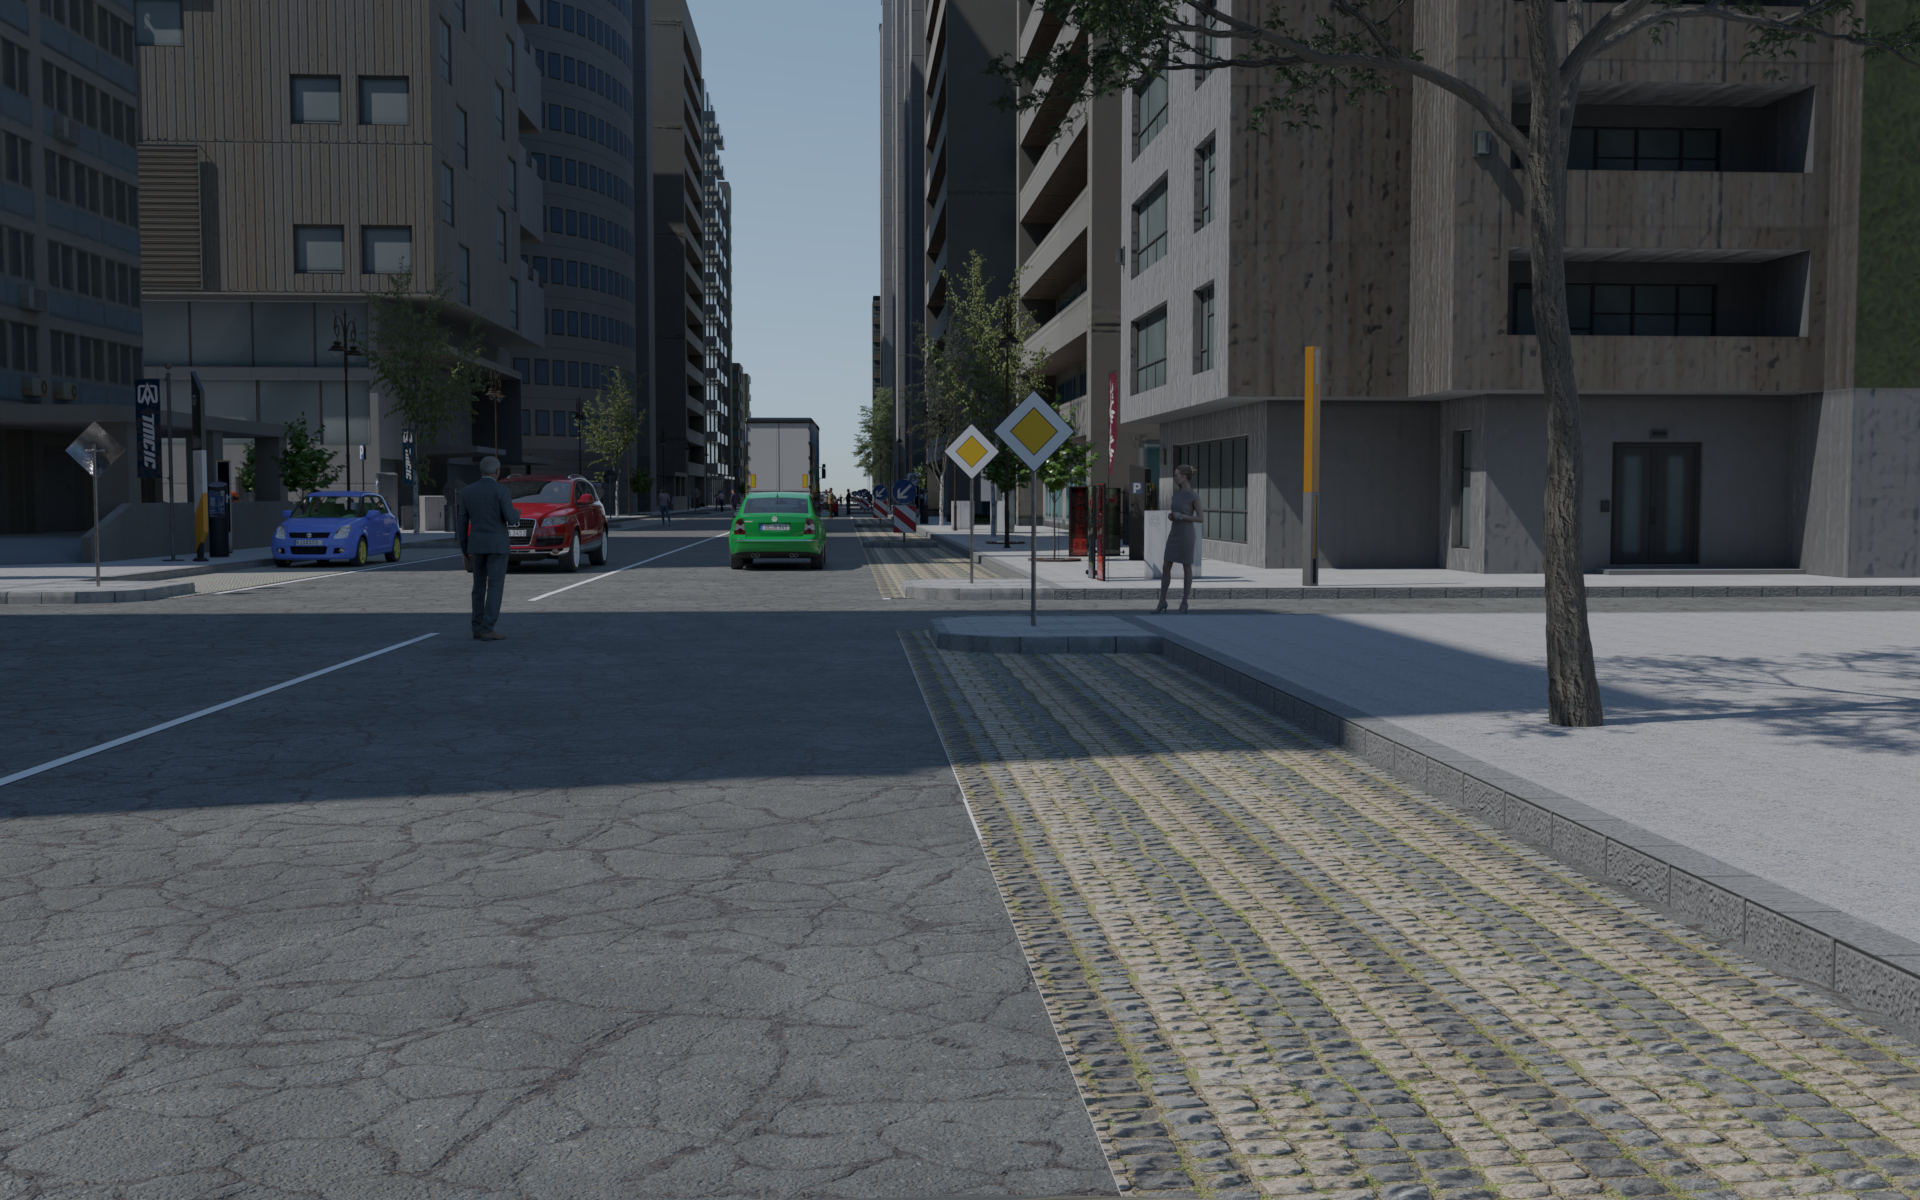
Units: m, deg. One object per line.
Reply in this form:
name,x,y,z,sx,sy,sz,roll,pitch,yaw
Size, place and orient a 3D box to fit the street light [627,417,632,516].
street light,-19.240,-7.822,100.679,0.468,5.910,1.993,0,4,-4

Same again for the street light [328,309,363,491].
street light,-15.351,-4.318,43.391,0.468,5.910,1.993,0,4,-4

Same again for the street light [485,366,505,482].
street light,-16.719,-5.487,62.505,0.468,5.910,1.993,0,4,-4

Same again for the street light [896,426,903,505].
street light,-4.111,-8.892,118.165,0.468,5.910,1.993,0,4,-4

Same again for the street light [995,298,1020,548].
street light,1.120,-4.172,41.007,0.468,5.910,1.993,0,4,-4

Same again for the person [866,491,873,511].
person,-7.655,-8.399,146.746,0.541,1.710,0.530,1,4,15

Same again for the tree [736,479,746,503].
tree,-28.105,-14.121,225.479,1.663,3.219,1.824,0,3,0

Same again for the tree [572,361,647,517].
tree,-19.202,-8.927,96.325,4.737,8.622,4.395,0,3,0

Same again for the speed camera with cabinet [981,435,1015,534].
speed camera with cabinet,1.244,-3.832,56.983,0.660,3.252,2.038,1,4,18

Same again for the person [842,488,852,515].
person,-7.723,-6.781,119.380,0.705,1.822,1.348,-2,4,-28

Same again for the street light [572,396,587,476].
street light,-17.932,-6.665,81.763,0.468,5.910,1.993,0,4,-4

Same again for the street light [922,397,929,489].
street light,-1.575,-6.567,80.164,0.468,5.910,1.993,0,4,-4

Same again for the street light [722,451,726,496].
street light,-24.934,-12.877,183.325,0.468,5.910,1.993,0,4,-4

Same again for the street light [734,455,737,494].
street light,-26.273,-14.072,202.859,0.468,5.910,1.993,0,4,-4

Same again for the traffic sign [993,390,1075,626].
traffic sign,0.712,-0.805,16.807,0.795,2.450,0.064,0,4,-4

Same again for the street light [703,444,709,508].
street light,-23.304,-11.411,159.365,0.468,5.910,1.993,0,4,-4

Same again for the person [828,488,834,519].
person,-7.556,-5.655,101.055,0.705,1.812,1.348,0,4,-7

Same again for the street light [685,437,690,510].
street light,-21.886,-10.186,139.324,0.468,5.910,1.993,0,4,-4

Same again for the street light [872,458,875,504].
street light,-9.840,-13.909,200.204,0.468,5.910,1.993,0,4,-4

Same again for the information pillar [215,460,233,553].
information pillar,-15.904,-2.015,37.438,0.304,2.012,0.304,-1,4,-23

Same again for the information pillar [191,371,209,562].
information pillar,-14.413,-2.537,32.830,0.183,3.616,0.504,-3,5,-42

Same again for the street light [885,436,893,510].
street light,-5.511,-10.060,137.276,0.468,5.910,1.993,0,4,-4

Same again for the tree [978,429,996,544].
tree,1.296,-3.065,44.716,1.663,3.219,1.824,0,3,0

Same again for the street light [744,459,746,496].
street light,-27.572,-15.261,222.296,0.468,5.910,1.993,0,4,-4

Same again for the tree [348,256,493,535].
tree,-16.987,-6.379,54.654,4.737,8.622,4.395,0,3,0

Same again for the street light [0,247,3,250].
street light,-13.957,-3.149,24.279,0.468,5.910,1.993,0,4,-4

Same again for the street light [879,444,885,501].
street light,-6.793,-11.240,156.565,0.468,5.910,1.993,0,4,-4

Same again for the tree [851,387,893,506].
tree,-7.720,-16.245,183.728,7.486,12.596,7.792,0,3,0

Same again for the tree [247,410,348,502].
tree,-15.112,-2.764,39.794,1.663,3.219,1.824,0,3,0

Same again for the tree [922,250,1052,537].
tree,0.974,-6.210,51.904,4.737,8.622,4.395,0,3,0

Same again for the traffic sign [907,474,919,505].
traffic sign,-2.283,-5.039,84.514,0.606,2.300,0.079,0,4,5

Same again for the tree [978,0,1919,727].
tree,3.149,-4.594,9.533,7.601,10.594,8.767,2,4,31

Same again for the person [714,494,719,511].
person,-20.172,-8.085,143.915,0.599,1.433,0.991,-1,4,-17

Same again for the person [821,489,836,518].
person,-8.182,-5.893,105.644,1.217,1.735,0.721,0,4,7

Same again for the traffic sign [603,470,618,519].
traffic sign,-18.183,-5.502,90.057,0.768,2.556,0.104,0,4,5

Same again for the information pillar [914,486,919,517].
information pillar,-2.448,-5.666,97.125,0.304,2.012,0.304,-1,4,-12

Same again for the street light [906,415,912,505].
street light,-2.877,-7.749,99.483,0.468,5.910,1.993,0,4,-4

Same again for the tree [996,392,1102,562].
tree,1.932,-2.348,32.989,1.663,3.219,1.824,0,3,0

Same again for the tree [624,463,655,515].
tree,-19.881,-6.948,108.208,1.663,3.219,1.824,0,3,0

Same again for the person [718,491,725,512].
person,-19.437,-8.026,140.655,0.436,1.711,0.756,3,5,45

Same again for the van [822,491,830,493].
van,-17.714,-13.632,229.894,2.013,2.044,4.112,0,4,-4

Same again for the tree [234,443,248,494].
tree,-22.905,-3.767,56.198,1.663,3.219,1.824,0,3,0

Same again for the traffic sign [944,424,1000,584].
traffic sign,0.166,-1.292,24.773,0.795,2.450,0.064,0,4,-4

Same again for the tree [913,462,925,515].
tree,-2.326,-6.690,103.988,1.663,3.219,1.824,0,3,0

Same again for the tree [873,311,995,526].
tree,-0.680,-7.325,70.133,4.360,8.622,3.978,0,3,0

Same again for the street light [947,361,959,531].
street light,-0.162,-5.349,60.252,0.468,5.910,1.993,0,4,-4

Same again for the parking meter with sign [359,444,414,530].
parking meter with sign,-20.314,-3.985,61.421,1.738,3.016,0.543,-2,4,-34

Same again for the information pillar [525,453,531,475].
information pillar,-24.460,-6.534,98.190,0.183,3.616,0.504,1,4,16

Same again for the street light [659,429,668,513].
street light,-20.579,-9.016,120.206,0.468,5.910,1.993,0,4,-4

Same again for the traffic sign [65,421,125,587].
traffic sign,-11.951,-1.243,23.966,0.795,2.450,0.064,0,4,-4

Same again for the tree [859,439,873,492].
tree,-9.101,-14.703,190.754,4.360,8.622,3.978,0,3,0
